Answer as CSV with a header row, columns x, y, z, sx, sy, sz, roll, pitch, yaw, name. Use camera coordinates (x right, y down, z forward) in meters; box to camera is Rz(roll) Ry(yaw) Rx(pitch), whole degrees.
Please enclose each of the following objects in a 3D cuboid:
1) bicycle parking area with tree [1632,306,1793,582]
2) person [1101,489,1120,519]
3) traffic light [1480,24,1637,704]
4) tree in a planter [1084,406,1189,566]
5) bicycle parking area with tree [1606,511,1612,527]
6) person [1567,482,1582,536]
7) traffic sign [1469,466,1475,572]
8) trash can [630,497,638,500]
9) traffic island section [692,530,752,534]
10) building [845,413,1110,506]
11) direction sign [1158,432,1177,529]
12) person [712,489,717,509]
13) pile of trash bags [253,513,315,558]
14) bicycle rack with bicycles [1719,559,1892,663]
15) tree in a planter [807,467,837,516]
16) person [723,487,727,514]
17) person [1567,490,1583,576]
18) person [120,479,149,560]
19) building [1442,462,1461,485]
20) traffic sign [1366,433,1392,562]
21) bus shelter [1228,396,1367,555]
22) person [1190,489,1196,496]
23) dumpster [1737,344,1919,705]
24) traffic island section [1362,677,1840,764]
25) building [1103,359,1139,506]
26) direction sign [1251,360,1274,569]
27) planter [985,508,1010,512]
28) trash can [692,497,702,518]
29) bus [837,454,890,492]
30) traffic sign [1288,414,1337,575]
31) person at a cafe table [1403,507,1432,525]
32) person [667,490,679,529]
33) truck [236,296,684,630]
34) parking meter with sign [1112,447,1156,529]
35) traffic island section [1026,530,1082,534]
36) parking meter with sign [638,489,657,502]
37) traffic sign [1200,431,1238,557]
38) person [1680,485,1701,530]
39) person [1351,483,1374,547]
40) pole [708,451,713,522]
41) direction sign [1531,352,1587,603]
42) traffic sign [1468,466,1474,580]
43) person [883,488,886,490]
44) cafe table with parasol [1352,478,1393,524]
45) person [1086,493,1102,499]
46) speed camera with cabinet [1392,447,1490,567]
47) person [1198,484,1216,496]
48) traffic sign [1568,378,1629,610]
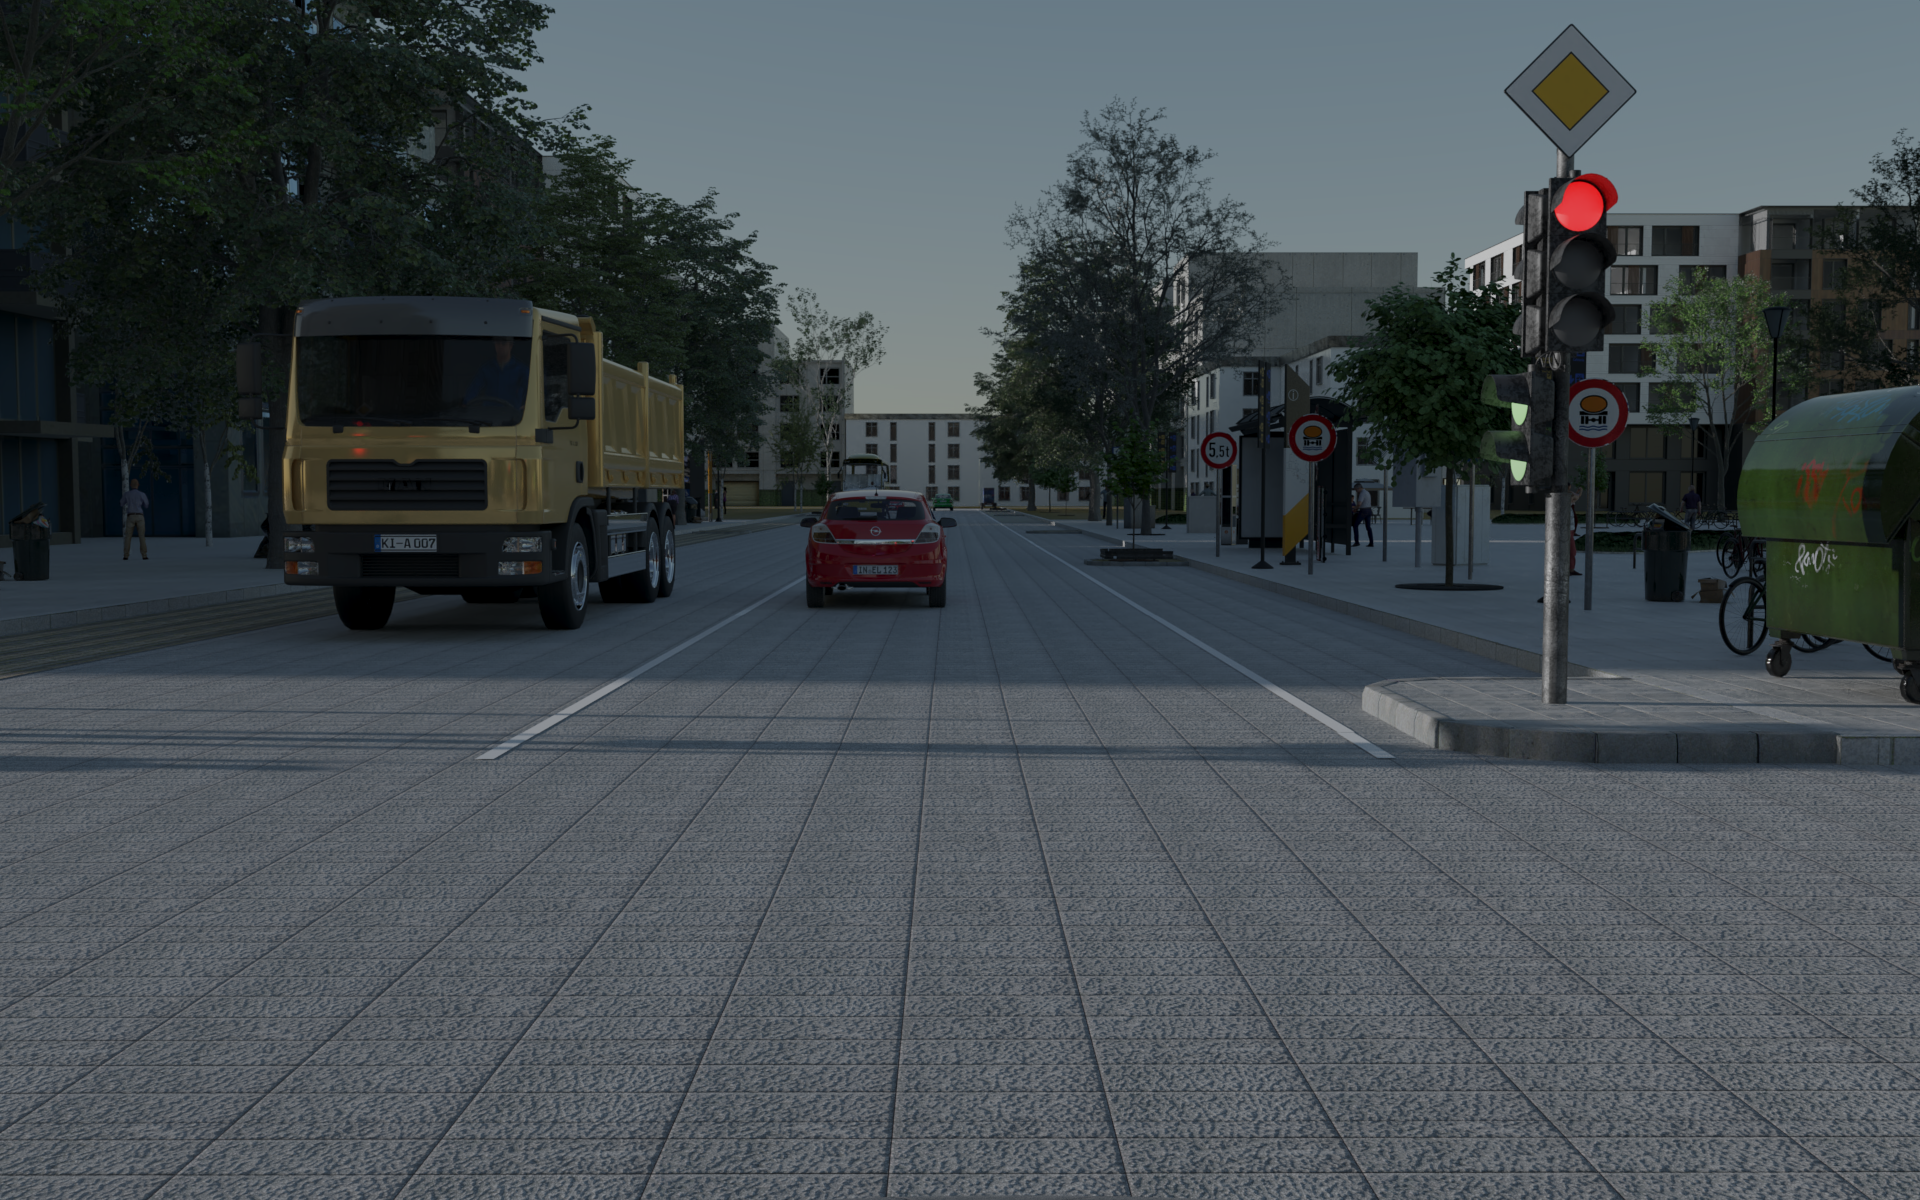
x,y,z,sx,sy,sz,roll,pitch,yaw,name
15.062,-2.416,26.501,8.231,4.147,9.016,1,4,13,bicycle parking area with tree
7.608,-5.128,89.871,1.348,1.826,0.705,0,4,2,person
3.636,-1.322,10.537,0.839,4.253,0.868,0,4,0,traffic light
3.546,-2.324,35.220,1.991,3.239,1.994,0,4,0,tree in a planter
29.691,-4.881,66.809,8.231,4.147,9.016,-1,4,-20,bicycle parking area with tree
18.628,-2.765,52.704,0.566,1.644,0.517,1,4,23,person
8.390,-1.729,28.383,0.768,2.556,0.104,0,4,1,traffic sign
-14.010,-3.893,75.304,0.748,1.137,0.748,0,3,0,trash can
-8.634,-2.462,63.112,1.991,0.108,1.994,0,4,0,traffic island section
2.015,-14.844,184.843,28.070,9.664,9.099,0,4,0,building
7.545,-4.355,63.194,0.876,3.537,0.379,-2,4,-34,direction sign
-21.396,-8.806,150.826,0.742,1.727,0.445,0,4,5,person
-12.517,-1.530,34.769,3.447,1.369,1.912,2,4,30,pile of trash bags
7.414,-0.024,13.777,2.925,0.926,2.852,-1,4,-9,bicycle rack with bicycles
-8.886,-7.039,112.306,1.991,3.239,1.994,0,4,0,tree in a planter
-14.995,-6.301,109.742,0.721,1.739,1.217,0,4,-6,person
9.570,-1.053,27.170,0.340,1.345,0.435,2,4,30,person
-16.096,-1.569,33.765,0.516,1.574,0.319,-1,4,-19,person
53.431,-20.329,188.805,11.380,20.091,16.016,0,4,0,building
8.086,-2.006,32.900,0.768,2.556,0.104,0,4,4,traffic sign
7.410,-2.732,38.598,2.014,3.302,5.546,0,4,0,bus shelter
11.478,-4.697,85.042,0.471,1.553,0.569,3,5,43,person
6.233,-0.537,11.277,1.502,2.255,1.985,0,4,0,dumpster
3.676,0.711,10.651,2.009,0.180,2.903,0,4,0,traffic island section
31.775,-19.679,188.215,31.486,18.905,16.747,0,4,0,building
5.203,-2.305,29.683,0.379,3.537,0.876,1,4,22,direction sign
3.034,-7.244,139.584,1.991,0.319,1.994,0,4,0,planter
-12.325,-4.198,80.298,0.748,1.137,0.748,0,3,0,trash can
-5.912,-7.209,109.411,2.896,3.916,12.252,0,4,0,bus
5.587,-1.677,27.529,0.768,2.556,0.104,0,4,3,traffic sign
19.515,-3.860,71.619,1.622,1.524,1.698,-3,5,-39,person at a cafe table
-10.507,-3.306,63.333,0.421,1.427,0.697,0,4,1,person
-5.265,-1.498,20.419,3.469,3.379,9.791,0,4,0,truck
6.487,-4.163,64.321,1.738,3.016,0.543,-2,4,-35,parking meter with sign
3.416,-2.483,63.459,1.991,0.108,1.994,0,4,0,traffic island section
-11.693,-4.203,64.987,0.543,3.016,1.738,2,4,28,parking meter with sign
5.263,-2.152,35.284,0.768,2.556,0.104,0,4,0,traffic sign
21.741,-2.654,51.651,0.569,1.553,0.471,3,5,40,person
9.734,-2.065,42.014,0.590,1.554,0.614,2,4,32,person
-11.624,-5.307,80.611,0.158,3.312,0.155,0,3,0,pole
7.017,-1.734,20.352,0.876,3.537,0.379,-2,4,-28,direction sign
7.657,-1.585,25.927,0.884,2.594,0.081,1,4,9,traffic sign
-3.704,-4.662,85.646,0.541,1.710,0.530,3,4,39,person
17.359,-4.253,74.402,2.610,1.966,2.610,2,4,26,cafe table with parasol
10.280,-7.787,133.381,1.348,1.821,0.705,2,4,29,person
8.596,-2.235,30.881,2.038,3.252,0.660,-2,4,-35,speed camera with cabinet
12.653,-5.044,88.596,1.350,1.814,0.705,0,4,2,person
6.943,-1.160,19.075,0.768,2.556,0.104,0,4,3,traffic sign
